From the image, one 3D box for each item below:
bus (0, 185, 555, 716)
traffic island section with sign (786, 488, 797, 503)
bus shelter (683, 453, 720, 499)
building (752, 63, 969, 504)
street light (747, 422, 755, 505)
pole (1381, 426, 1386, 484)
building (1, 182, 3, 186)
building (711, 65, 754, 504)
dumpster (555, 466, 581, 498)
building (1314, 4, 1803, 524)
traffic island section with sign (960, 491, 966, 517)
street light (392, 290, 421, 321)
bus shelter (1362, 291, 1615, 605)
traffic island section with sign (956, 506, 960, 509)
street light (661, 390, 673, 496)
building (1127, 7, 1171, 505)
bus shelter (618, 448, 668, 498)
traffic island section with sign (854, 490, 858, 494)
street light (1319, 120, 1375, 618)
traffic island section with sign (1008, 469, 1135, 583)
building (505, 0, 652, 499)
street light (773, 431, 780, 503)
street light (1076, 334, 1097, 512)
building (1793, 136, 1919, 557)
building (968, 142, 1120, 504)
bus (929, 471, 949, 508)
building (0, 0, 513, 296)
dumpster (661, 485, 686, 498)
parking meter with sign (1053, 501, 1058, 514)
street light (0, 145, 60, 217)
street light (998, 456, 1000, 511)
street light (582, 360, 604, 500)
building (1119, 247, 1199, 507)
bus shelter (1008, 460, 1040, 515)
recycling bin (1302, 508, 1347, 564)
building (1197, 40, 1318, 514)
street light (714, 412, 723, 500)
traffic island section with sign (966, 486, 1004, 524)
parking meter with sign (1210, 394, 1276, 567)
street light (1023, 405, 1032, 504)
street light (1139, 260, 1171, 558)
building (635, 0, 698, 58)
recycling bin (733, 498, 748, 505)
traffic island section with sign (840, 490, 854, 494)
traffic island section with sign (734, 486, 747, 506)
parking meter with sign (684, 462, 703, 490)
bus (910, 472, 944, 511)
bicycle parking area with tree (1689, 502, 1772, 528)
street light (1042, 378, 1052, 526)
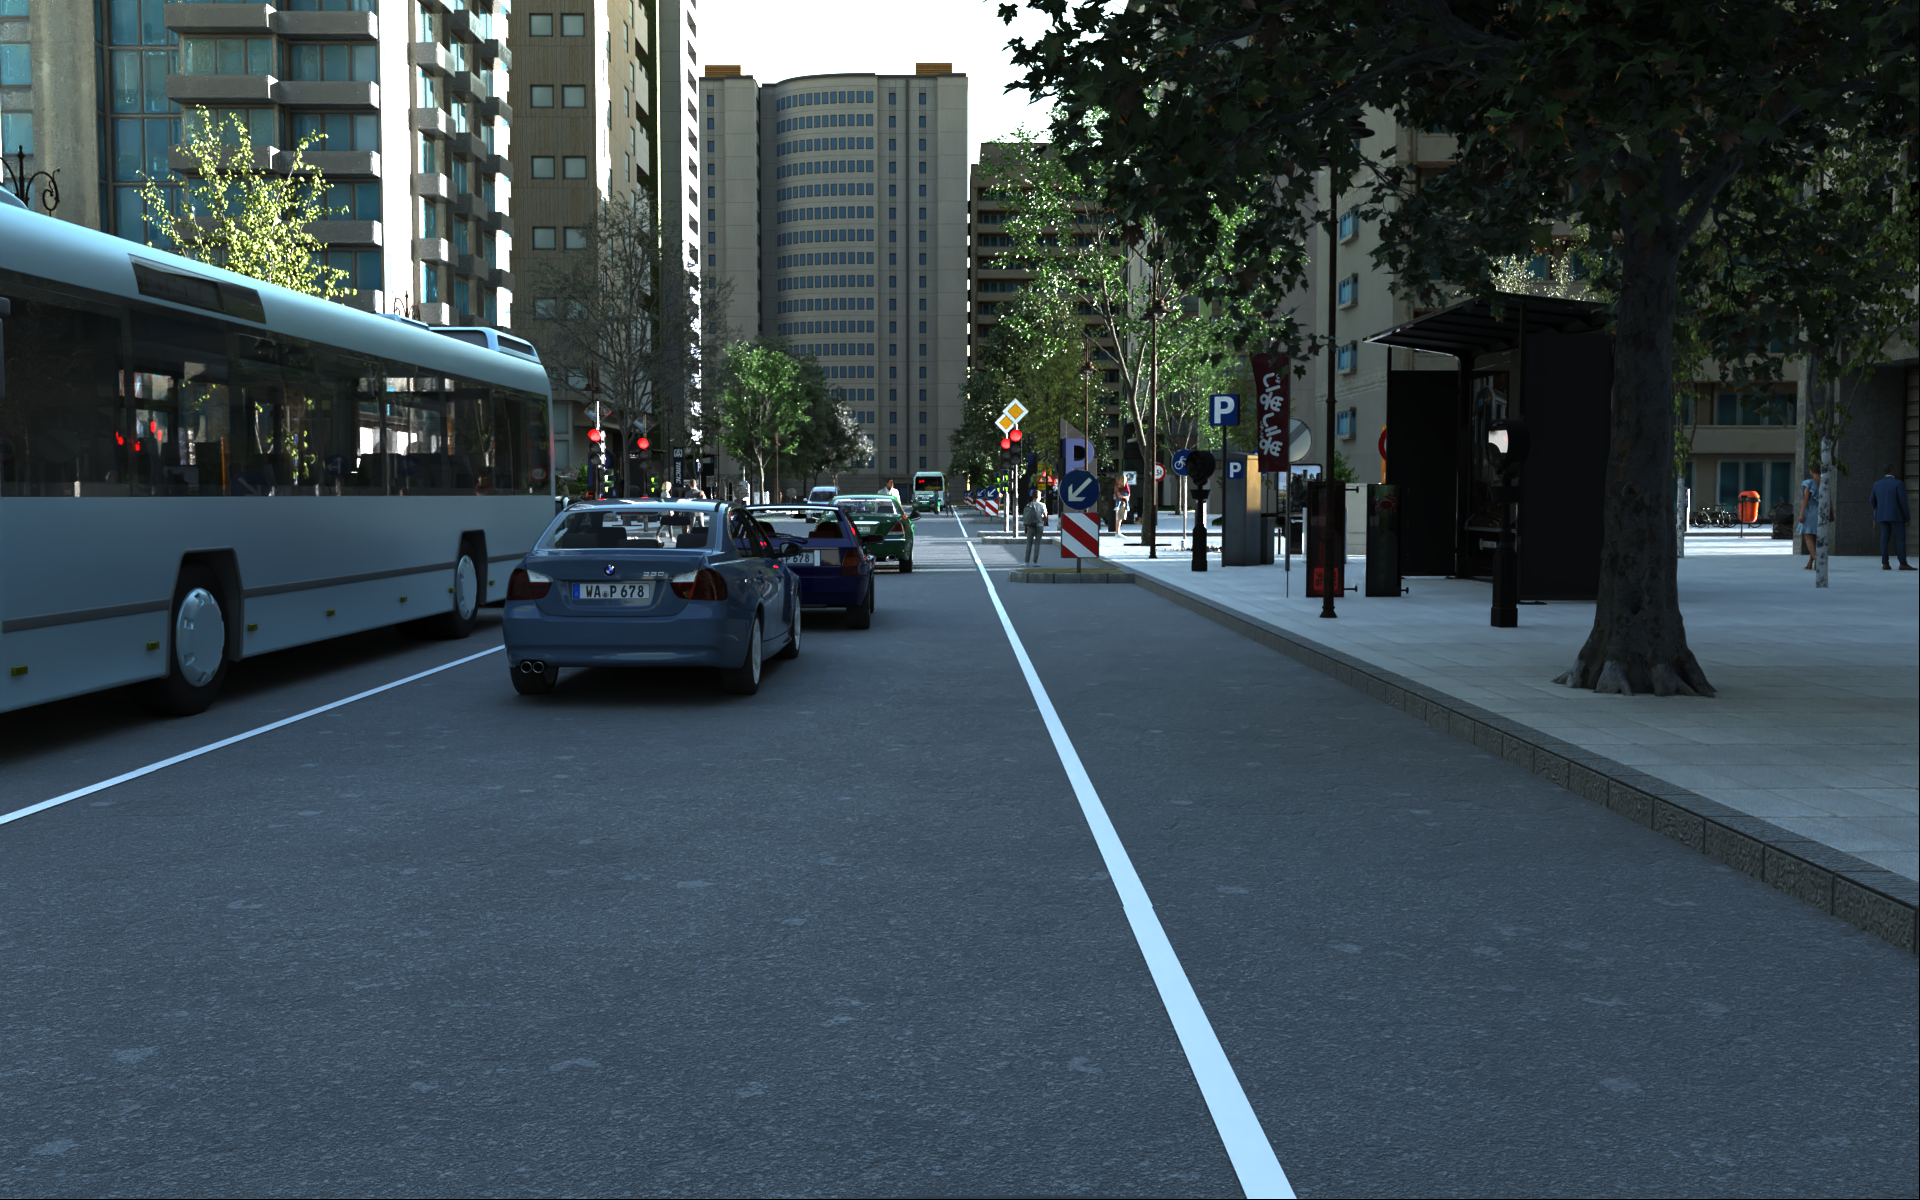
[{"bbox_3d":[-6.127,-1.170,13.985,2.948,3.499,13.247,0,4,0],"label":"bus"},{"bbox_3d":[-10.732,-6.243,110.697,1.989,1.847,2.006,0,4,0],"label":"traffic island section with sign"},{"bbox_3d":[-15.227,-6.711,101.015,1.731,3.624,6.357,0,4,0],"label":"bus shelter"},{"bbox_3d":[-13.037,-42.694,240.051,28.212,58.520,21.231,0,4,0],"label":"building"},{"bbox_3d":[-13.069,-8.299,108.473,0.468,5.910,1.993,0,4,0],"label":"street light"},{"bbox_3d":[12.670,-3.536,51.664,0.158,3.312,0.155,0,3,0],"label":"pole"},{"bbox_3d":[-67.366,-14.573,83.304,28.899,21.520,27.650,0,4,0],"label":"building"},{"bbox_3d":[-41.259,-42.766,241.227,28.212,58.520,21.231,0,4,0],"label":"building"},{"bbox_3d":[-13.912,-3.468,59.195,1.502,2.255,1.985,0,4,-1],"label":"dumpster"},{"bbox_3d":[28.372,-28.007,81.615,21.600,48.544,21.300,0,4,0],"label":"building"},{"bbox_3d":[1.183,-6.220,110.331,1.989,1.847,2.006,0,4,0],"label":"traffic island section with sign"},{"bbox_3d":[-12.539,-4.076,39.427,0.468,5.910,1.993,0,4,0],"label":"street light"},{"bbox_3d":[6.959,-1.949,23.141,1.731,3.624,6.357,0,4,-1],"label":"bus shelter"},{"bbox_3d":[0.799,-9.291,160.530,1.989,1.847,2.006,0,4,0],"label":"traffic island section with sign"},{"bbox_3d":[-12.812,-6.328,76.251,0.468,5.910,1.993,0,4,0],"label":"street light"},{"bbox_3d":[30.958,-35.359,167.354,28.713,52.752,27.495,0,4,0],"label":"building"},{"bbox_3d":[-16.756,-6.173,92.214,1.731,3.624,6.357,0,4,0],"label":"bus shelter"},{"bbox_3d":[-11.329,-10.934,187.403,1.989,1.847,2.006,0,4,0],"label":"traffic island section with sign"},{"bbox_3d":[3.831,-2.755,17.834,0.468,5.910,1.993,0,4,0],"label":"street light"},{"bbox_3d":[1.816,-1.228,28.701,1.989,1.847,2.006,0,4,0],"label":"traffic island section with sign"},{"bbox_3d":[-41.508,-34.082,146.482,28.713,52.752,27.495,0,4,0],"label":"building"},{"bbox_3d":[-13.153,-9.279,124.497,0.468,5.910,1.993,0,4,0],"label":"street light"},{"bbox_3d":[3.648,-4.728,50.093,0.468,5.910,1.993,0,4,0],"label":"street light"},{"bbox_3d":[23.808,-12.735,26.247,12.078,24.808,19.932,0,4,0],"label":"building"},{"bbox_3d":[11.862,-37.785,241.487,21.600,48.544,21.300,0,4,0],"label":"building"},{"bbox_3d":[-2.616,-11.781,184.168,2.896,3.916,12.252,0,4,0],"label":"bus"},{"bbox_3d":[-39.264,-29.449,101.097,23.786,49.044,30.456,0,4,0],"label":"building"},{"bbox_3d":[-14.981,-5.218,91.079,1.264,1.857,1.865,0,4,0],"label":"dumpster"},{"bbox_3d":[6.919,-7.101,112.368,1.738,3.016,0.543,0,4,-8],"label":"parking meter with sign"},{"bbox_3d":[-12.444,-3.079,23.123,0.468,5.910,1.993,0,4,0],"label":"street light"},{"bbox_3d":[2.957,-9.790,132.856,0.468,5.910,1.993,0,4,0],"label":"street light"},{"bbox_3d":[-12.662,-5.324,59.843,0.468,5.910,1.993,0,4,0],"label":"street light"},{"bbox_3d":[24.162,-25.507,188.745,14.160,30.474,14.107,0,4,0],"label":"building"},{"bbox_3d":[3.857,-8.037,109.029,2.179,5.291,8.768,0,4,-1],"label":"bus shelter"},{"bbox_3d":[6.751,-1.194,32.077,0.722,1.027,0.722,0,4,3],"label":"recycling bin"},{"bbox_3d":[22.922,-26.460,116.212,14.154,41.232,14.086,0,4,0],"label":"building"},{"bbox_3d":[-12.888,-7.318,92.429,0.468,5.910,1.993,0,4,0],"label":"street light"},{"bbox_3d":[1.396,-4.572,83.377,1.989,1.847,2.006,0,4,0],"label":"traffic island section with sign"},{"bbox_3d":[5.095,-2.123,30.973,0.543,3.016,1.738,2,4,35],"label":"parking meter with sign"},{"bbox_3d":[3.370,-6.854,84.849,0.468,5.910,1.993,0,4,0],"label":"street light"},{"bbox_3d":[3.852,-3.769,34.416,0.468,5.910,1.993,0,4,0],"label":"street light"},{"bbox_3d":[-42.397,-39.299,184.535,28.212,58.520,21.231,0,4,0],"label":"building"},{"bbox_3d":[-15.030,-6.485,118.584,0.722,1.027,0.722,2,4,33],"label":"recycling bin"},{"bbox_3d":[-11.116,-9.286,160.448,1.989,1.847,2.006,0,4,0],"label":"traffic island section with sign"},{"bbox_3d":[-10.531,-4.567,83.295,1.989,1.847,2.006,0,4,0],"label":"traffic island section with sign"},{"bbox_3d":[-14.720,-5.913,92.937,1.738,3.016,0.543,-2,4,-30],"label":"parking meter with sign"},{"bbox_3d":[-2.824,-9.496,150.122,2.948,3.499,13.247,0,4,-2],"label":"bus"},{"bbox_3d":[25.958,-4.961,68.111,9.016,4.147,8.231,0,4,1],"label":"bicycle parking area with tree"},{"bbox_3d":[3.472,-5.895,69.171,0.468,5.910,1.993,0,4,0],"label":"street light"}]
